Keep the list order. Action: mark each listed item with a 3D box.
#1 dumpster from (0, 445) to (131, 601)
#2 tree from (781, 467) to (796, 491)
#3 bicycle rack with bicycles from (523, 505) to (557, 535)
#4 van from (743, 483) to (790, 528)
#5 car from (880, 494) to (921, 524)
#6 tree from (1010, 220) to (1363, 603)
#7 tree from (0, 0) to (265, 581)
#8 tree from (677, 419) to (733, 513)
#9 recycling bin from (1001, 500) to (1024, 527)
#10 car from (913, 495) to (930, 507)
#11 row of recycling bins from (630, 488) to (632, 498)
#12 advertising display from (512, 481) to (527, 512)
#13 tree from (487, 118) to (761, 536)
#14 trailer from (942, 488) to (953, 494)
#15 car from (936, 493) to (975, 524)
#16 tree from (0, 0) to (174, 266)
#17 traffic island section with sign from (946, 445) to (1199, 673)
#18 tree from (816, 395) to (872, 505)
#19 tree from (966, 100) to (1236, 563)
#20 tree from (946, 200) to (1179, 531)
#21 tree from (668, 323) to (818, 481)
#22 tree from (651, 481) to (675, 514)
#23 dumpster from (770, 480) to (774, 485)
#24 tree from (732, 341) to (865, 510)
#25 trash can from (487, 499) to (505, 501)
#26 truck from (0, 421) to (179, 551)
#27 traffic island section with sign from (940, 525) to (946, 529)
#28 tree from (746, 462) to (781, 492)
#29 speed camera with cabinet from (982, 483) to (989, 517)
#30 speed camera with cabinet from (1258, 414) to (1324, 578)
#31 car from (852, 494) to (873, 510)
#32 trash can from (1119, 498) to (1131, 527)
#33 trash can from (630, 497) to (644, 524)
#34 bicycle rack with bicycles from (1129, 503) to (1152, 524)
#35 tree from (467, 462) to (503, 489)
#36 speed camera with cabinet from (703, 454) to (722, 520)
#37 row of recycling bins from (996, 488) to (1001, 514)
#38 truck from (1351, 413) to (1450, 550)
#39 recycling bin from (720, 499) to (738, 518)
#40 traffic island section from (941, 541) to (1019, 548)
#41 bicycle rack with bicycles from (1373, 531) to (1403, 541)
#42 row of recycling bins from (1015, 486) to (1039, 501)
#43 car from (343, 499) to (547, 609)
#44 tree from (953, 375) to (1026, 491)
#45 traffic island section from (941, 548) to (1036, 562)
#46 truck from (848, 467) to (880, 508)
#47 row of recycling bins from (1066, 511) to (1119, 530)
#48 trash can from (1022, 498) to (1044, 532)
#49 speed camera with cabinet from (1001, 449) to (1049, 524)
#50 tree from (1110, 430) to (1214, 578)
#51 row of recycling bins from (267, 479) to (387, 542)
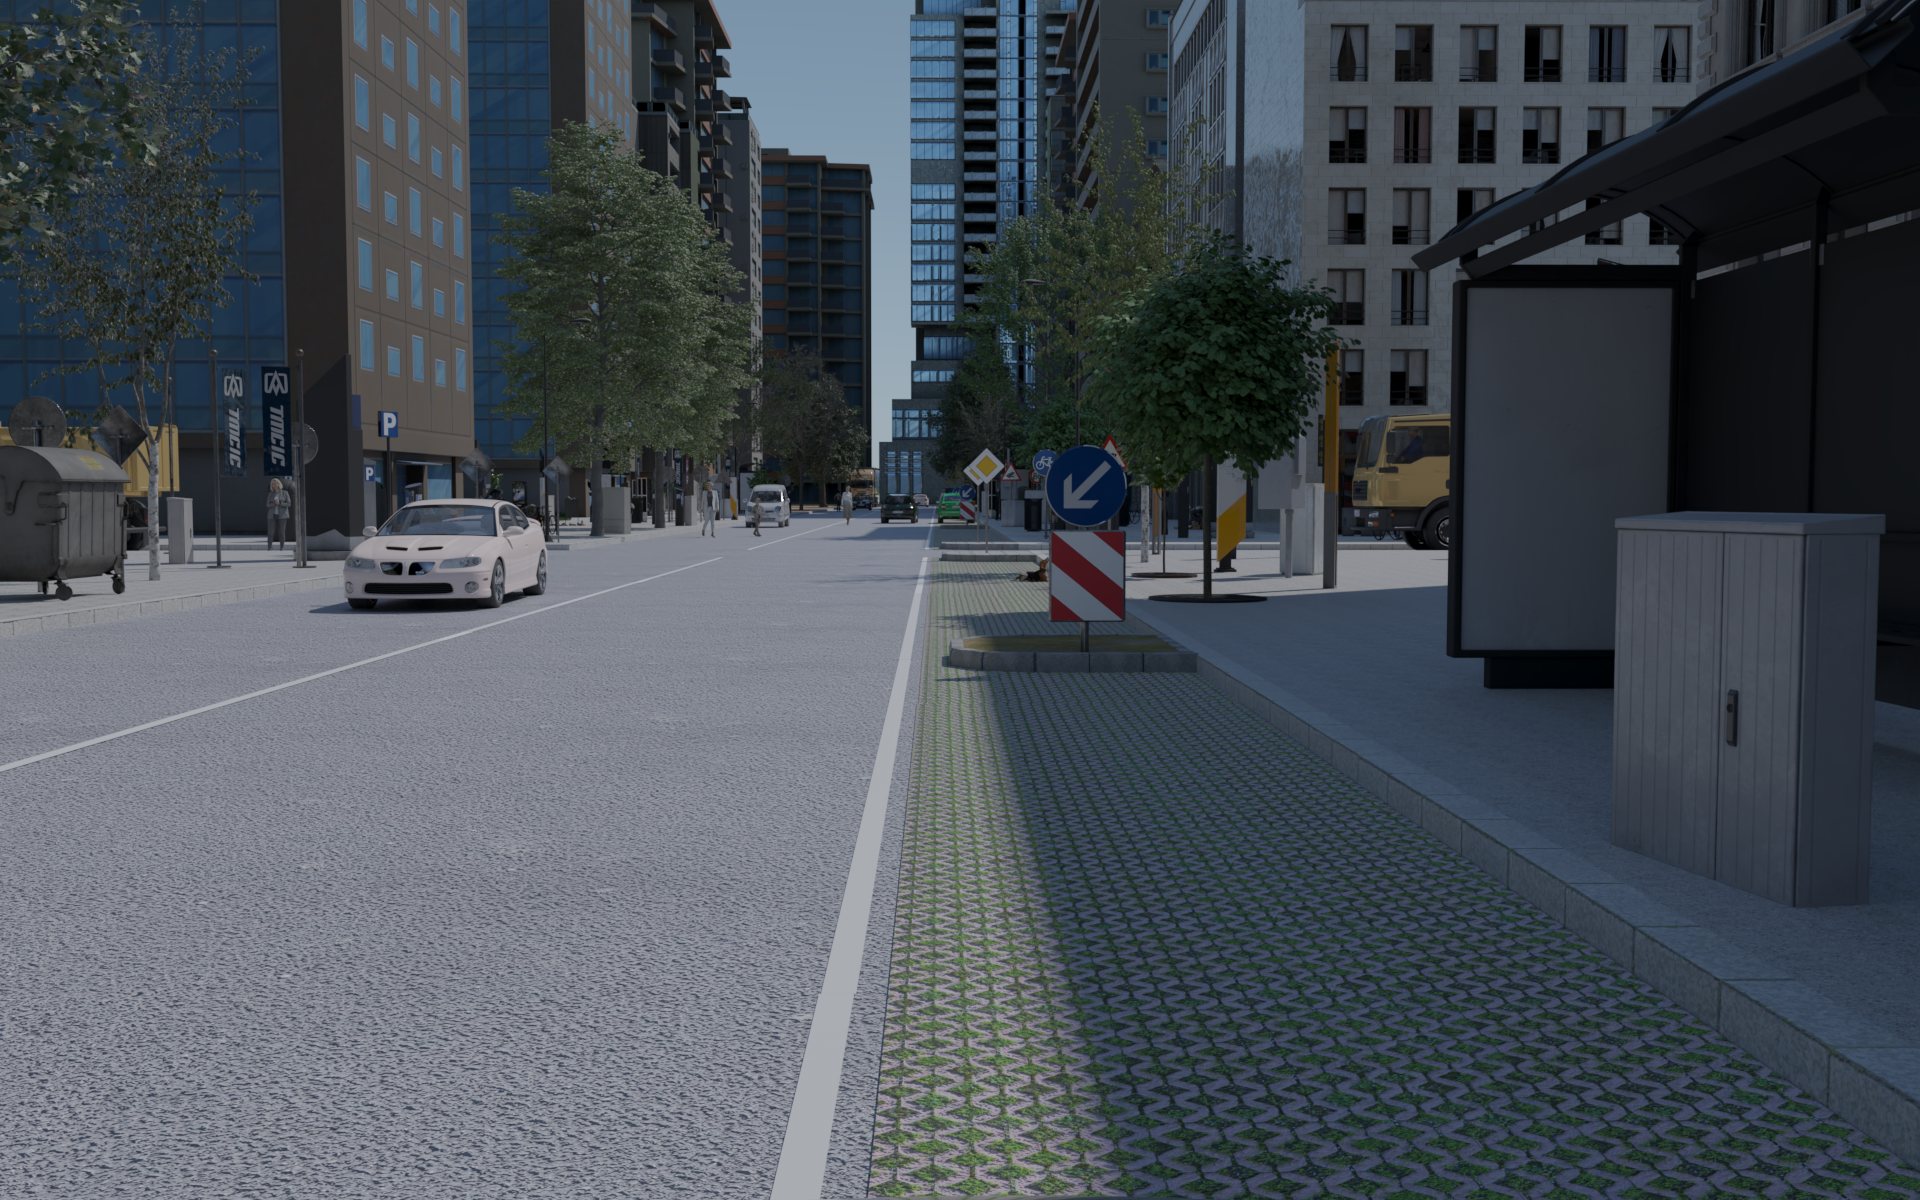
[{"bbox_3d":[-11.288,-0.960,21.453,1.264,1.857,1.865,0,4,-1],"label":"dumpster"},{"bbox_3d":[-12.733,-7.886,123.541,1.663,3.219,1.824,0,3,0],"label":"tree"},{"bbox_3d":[-13.568,-2.465,53.680,2.852,0.926,2.925,2,4,29],"label":"bicycle rack with bicycles"},{"bbox_3d":[-8.340,-4.165,75.108,2.013,2.044,4.112,0,4,-1],"label":"van"},{"bbox_3d":[-2.971,-4.634,85.555,2.009,1.686,4.222,0,4,1],"label":"car"},{"bbox_3d":[3.095,-2.276,20.919,4.285,4.588,4.351,0,3,0],"label":"tree"},{"bbox_3d":[-12.143,-4.605,25.653,4.360,8.622,3.978,0,3,0],"label":"tree"},{"bbox_3d":[-17.137,-10.088,115.294,4.737,8.622,4.395,0,3,0],"label":"tree"},{"bbox_3d":[2.106,-3.381,67.834,0.722,1.027,0.722,3,5,44],"label":"recycling bin"},{"bbox_3d":[-4.380,-10.894,190.474,2.083,1.381,4.827,0,4,-1],"label":"car"},{"bbox_3d":[-22.511,-6.438,112.375,3.534,1.692,1.069,-3,4,-37],"label":"row of recycling bins"},{"bbox_3d":[-22.070,-4.989,86.791,0.974,1.923,0.123,3,4,38],"label":"advertising display"},{"bbox_3d":[-10.812,-8.248,52.987,7.486,12.596,7.792,0,3,0],"label":"tree"},{"bbox_3d":[-1.168,-9.651,164.835,1.471,1.999,3.904,0,4,-2],"label":"trailer"},{"bbox_3d":[-0.202,-4.662,85.016,1.959,1.807,4.718,0,4,-2],"label":"car"},{"bbox_3d":[-11.438,-5.831,12.343,9.611,12.733,9.660,0,3,0],"label":"tree"},{"bbox_3d":[0.902,-0.374,14.747,1.989,1.847,2.006,0,4,-1],"label":"traffic island section with sign"},{"bbox_3d":[-13.870,-17.090,197.542,7.486,12.596,7.792,0,3,0],"label":"tree"},{"bbox_3d":[3.297,-4.997,32.063,4.737,8.622,4.395,0,3,0],"label":"tree"},{"bbox_3d":[3.454,-8.219,60.129,9.928,11.665,9.643,0,3,0],"label":"tree"},{"bbox_3d":[-12.244,-9.782,94.344,8.767,10.594,7.601,-2,4,-33],"label":"tree"},{"bbox_3d":[-18.874,-7.061,110.046,1.663,3.219,1.824,0,3,0],"label":"tree"},{"bbox_3d":[-13.465,-7.179,119.867,1.502,2.255,1.985,0,4,-1],"label":"dumpster"},{"bbox_3d":[-12.634,-13.920,137.961,12.009,13.543,11.850,0,3,0],"label":"tree"},{"bbox_3d":[-13.833,-2.420,51.227,0.748,1.137,0.748,0,3,0],"label":"trash can"},{"bbox_3d":[-24.002,-2.770,41.217,9.791,3.379,3.469,0,4,-1],"label":"truck"},{"bbox_3d":[0.177,-3.820,71.078,1.989,1.847,2.006,0,4,-1],"label":"traffic island section with sign"},{"bbox_3d":[-12.096,-6.662,103.520,1.663,3.219,1.824,0,3,0],"label":"tree"},{"bbox_3d":[1.628,-6.347,98.105,0.660,3.252,2.038,0,4,7],"label":"speed camera with cabinet"},{"bbox_3d":[5.282,-2.013,27.241,0.660,3.252,2.038,2,4,29],"label":"speed camera with cabinet"},{"bbox_3d":[-8.645,-8.748,152.821,2.009,1.686,4.222,0,4,-1],"label":"car"},{"bbox_3d":[6.362,-3.452,68.101,0.748,1.137,0.748,0,3,0],"label":"trash can"},{"bbox_3d":[-14.154,-3.914,75.645,0.748,1.137,0.748,0,3,0],"label":"trash can"},{"bbox_3d":[6.601,-3.698,73.844,2.852,0.926,2.925,-2,4,-34],"label":"bicycle rack with bicycles"},{"bbox_3d":[-24.027,-5.734,88.345,1.663,3.219,1.824,0,3,0],"label":"tree"},{"bbox_3d":[-12.407,-5.650,86.707,0.660,3.252,2.038,-1,4,-20],"label":"speed camera with cabinet"},{"bbox_3d":[2.922,-6.427,112.195,1.069,1.692,3.534,2,4,28],"label":"row of recycling bins"},{"bbox_3d":[13.747,-2.831,42.214,9.791,3.379,3.469,0,3,0],"label":"truck"},{"bbox_3d":[-12.209,-4.828,91.497,0.722,1.027,0.722,-3,4,-37],"label":"recycling bin"},{"bbox_3d":[0.500,-1.435,45.737,2.009,0.180,2.903,0,4,-1],"label":"traffic island section"},{"bbox_3d":[12.707,-2.117,47.996,2.925,0.926,2.852,-1,4,-21],"label":"bicycle rack with bicycles"},{"bbox_3d":[4.476,-4.845,86.325,3.534,1.692,1.069,0,4,-7],"label":"row of recycling bins"},{"bbox_3d":[-6.782,-0.664,23.223,2.083,1.381,4.827,0,4,-2],"label":"car"},{"bbox_3d":[2.149,-9.658,108.274,4.360,8.622,3.978,0,3,0],"label":"tree"},{"bbox_3d":[0.602,-0.946,37.752,2.009,0.180,2.903,0,4,-1],"label":"traffic island section"},{"bbox_3d":[-10.108,-11.946,184.226,2.839,4.237,11.283,0,4,1],"label":"truck"},{"bbox_3d":[3.574,-2.439,46.992,1.069,1.692,3.534,1,4,17],"label":"row of recycling bins"},{"bbox_3d":[2.497,-2.906,59.174,0.748,1.137,0.748,0,3,0],"label":"trash can"},{"bbox_3d":[2.835,-4.979,75.742,2.038,3.252,0.660,1,4,10],"label":"speed camera with cabinet"},{"bbox_3d":[3.060,-1.971,26.823,1.663,3.219,1.824,0,3,0],"label":"tree"},{"bbox_3d":[-17.433,-2.482,47.691,1.069,1.692,3.534,2,4,34],"label":"row of recycling bins"}]
